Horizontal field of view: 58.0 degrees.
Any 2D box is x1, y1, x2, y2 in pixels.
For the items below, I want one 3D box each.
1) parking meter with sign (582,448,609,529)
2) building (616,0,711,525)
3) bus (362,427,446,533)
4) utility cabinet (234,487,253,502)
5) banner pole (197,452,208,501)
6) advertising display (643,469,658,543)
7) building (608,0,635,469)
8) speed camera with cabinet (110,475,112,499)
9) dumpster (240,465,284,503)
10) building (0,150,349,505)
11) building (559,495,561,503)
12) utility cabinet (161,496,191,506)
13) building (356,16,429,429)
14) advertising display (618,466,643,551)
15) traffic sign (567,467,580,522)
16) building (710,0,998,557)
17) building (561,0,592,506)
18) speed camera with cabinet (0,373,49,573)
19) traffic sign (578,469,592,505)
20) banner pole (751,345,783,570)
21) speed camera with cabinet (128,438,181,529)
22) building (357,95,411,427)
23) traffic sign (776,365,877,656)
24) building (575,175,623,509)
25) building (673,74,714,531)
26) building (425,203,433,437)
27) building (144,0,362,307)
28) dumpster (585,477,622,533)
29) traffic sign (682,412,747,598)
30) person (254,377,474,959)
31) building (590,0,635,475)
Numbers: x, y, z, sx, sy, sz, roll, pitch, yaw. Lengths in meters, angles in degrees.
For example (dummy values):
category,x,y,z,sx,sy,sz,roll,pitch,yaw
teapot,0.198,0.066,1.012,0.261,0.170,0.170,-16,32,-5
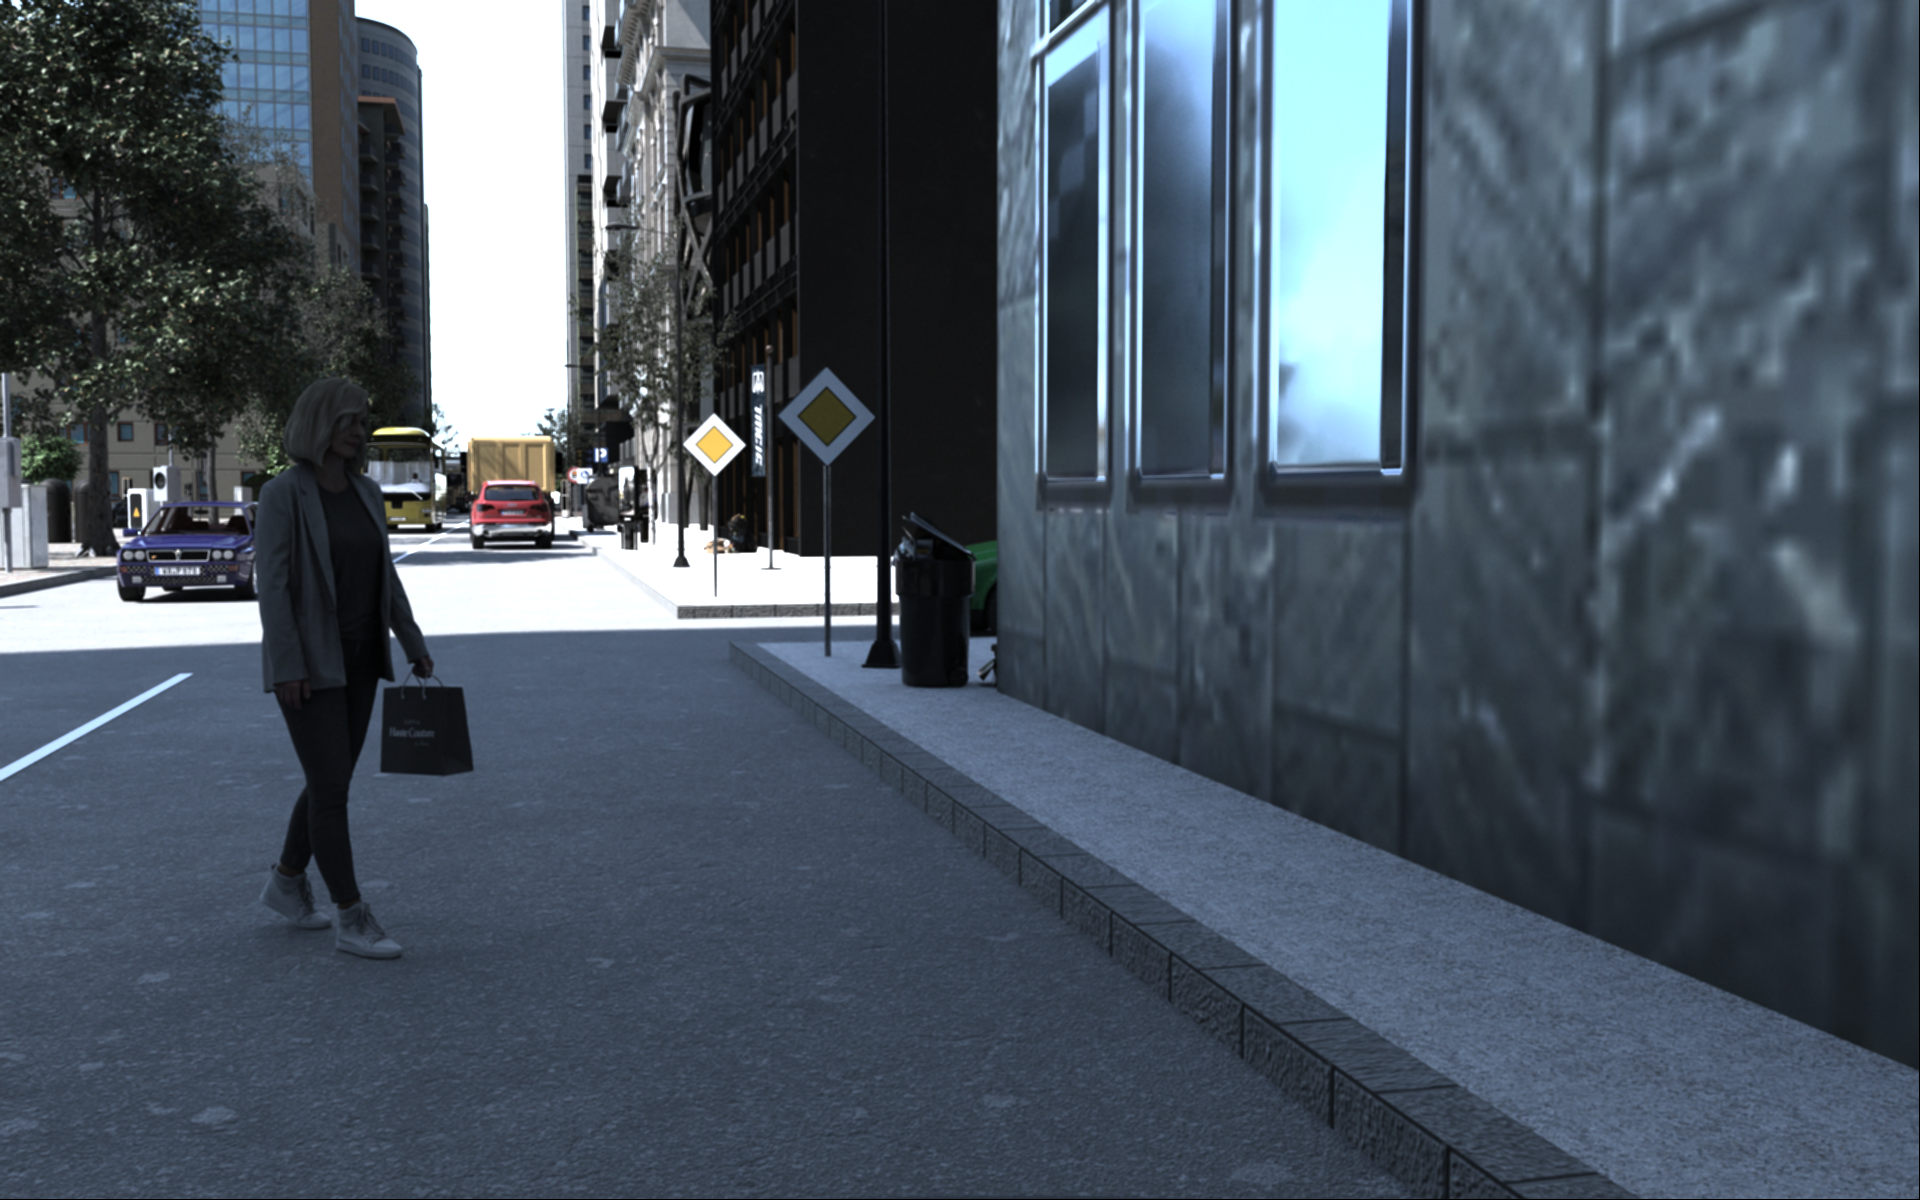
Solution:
category,x,y,z,sx,sy,sz,roll,pitch,yaw
parking meter with sign,-13.634,-4.180,64.602,0.543,3.016,1.738,0,4,7
building,-9.004,-18.157,84.256,14.401,28.519,23.554,-1,4,-14
bus,-21.483,-4.629,67.226,2.896,3.916,12.252,-1,4,-14
utility cabinet,-21.572,-2.661,52.187,0.318,1.500,1.173,-2,4,-34
banner pole,-31.423,-5.004,71.840,0.401,3.779,0.863,1,4,18
advertising display,-8.255,-2.459,45.424,0.123,1.923,0.974,2,4,24
building,-10.571,-30.142,112.425,23.786,49.044,30.456,-1,4,-14
speed camera with cabinet,-38.062,-5.002,76.115,0.660,3.252,2.038,0,4,0
dumpster,-23.231,-3.401,58.092,1.502,2.255,1.985,-1,4,-14
building,-51.841,-15.723,102.113,27.650,21.520,28.899,-1,4,-14
building,-39.575,-33.626,241.660,32.217,40.220,23.993,-1,4,-14
utility cabinet,-28.496,-3.167,62.934,1.020,1.237,0.306,-3,5,-42
building,-77.325,-41.045,213.084,21.231,58.520,28.212,-1,4,-14
advertising display,-7.552,-2.097,39.505,0.123,1.923,0.974,-2,4,-33
traffic sign,-17.889,-4.924,80.612,0.768,2.556,0.104,0,4,-8
building,0.774,-13.080,43.536,12.332,23.373,15.834,-1,4,-14
building,-33.648,-39.908,194.492,21.231,58.520,28.212,-1,4,-14
speed camera with cabinet,-15.926,-2.122,29.030,0.660,3.252,2.038,-1,4,-12
traffic sign,-15.030,-4.118,69.454,0.606,2.300,0.079,-1,4,-8
banner pole,-3.342,-2.411,29.438,0.401,3.779,0.863,-3,4,-36
speed camera with cabinet,-26.633,-3.846,57.218,2.038,3.252,0.660,2,4,30
building,-70.936,-32.455,185.255,22.147,44.769,28.867,-1,4,-14
traffic sign,-1.048,-0.611,13.635,0.795,2.450,0.064,-1,4,-14
building,-28.361,-23.786,160.595,14.160,30.474,14.107,-1,4,-14
building,-2.358,-12.110,65.456,16.820,18.784,16.811,-1,4,-14
building,-79.303,-33.728,235.039,14.154,41.232,14.086,-1,4,-14
building,-50.939,-28.996,124.201,14.600,45.320,14.200,-1,4,-14
dumpster,-11.880,-3.198,58.050,1.264,1.857,1.865,-1,4,-14
traffic sign,-3.026,-1.084,21.372,0.795,2.450,0.064,-1,4,-14
person,-1.981,0.189,5.593,0.728,1.800,0.709,2,4,29
building,-15.655,-33.739,140.865,28.713,52.752,27.495,-1,4,-14
